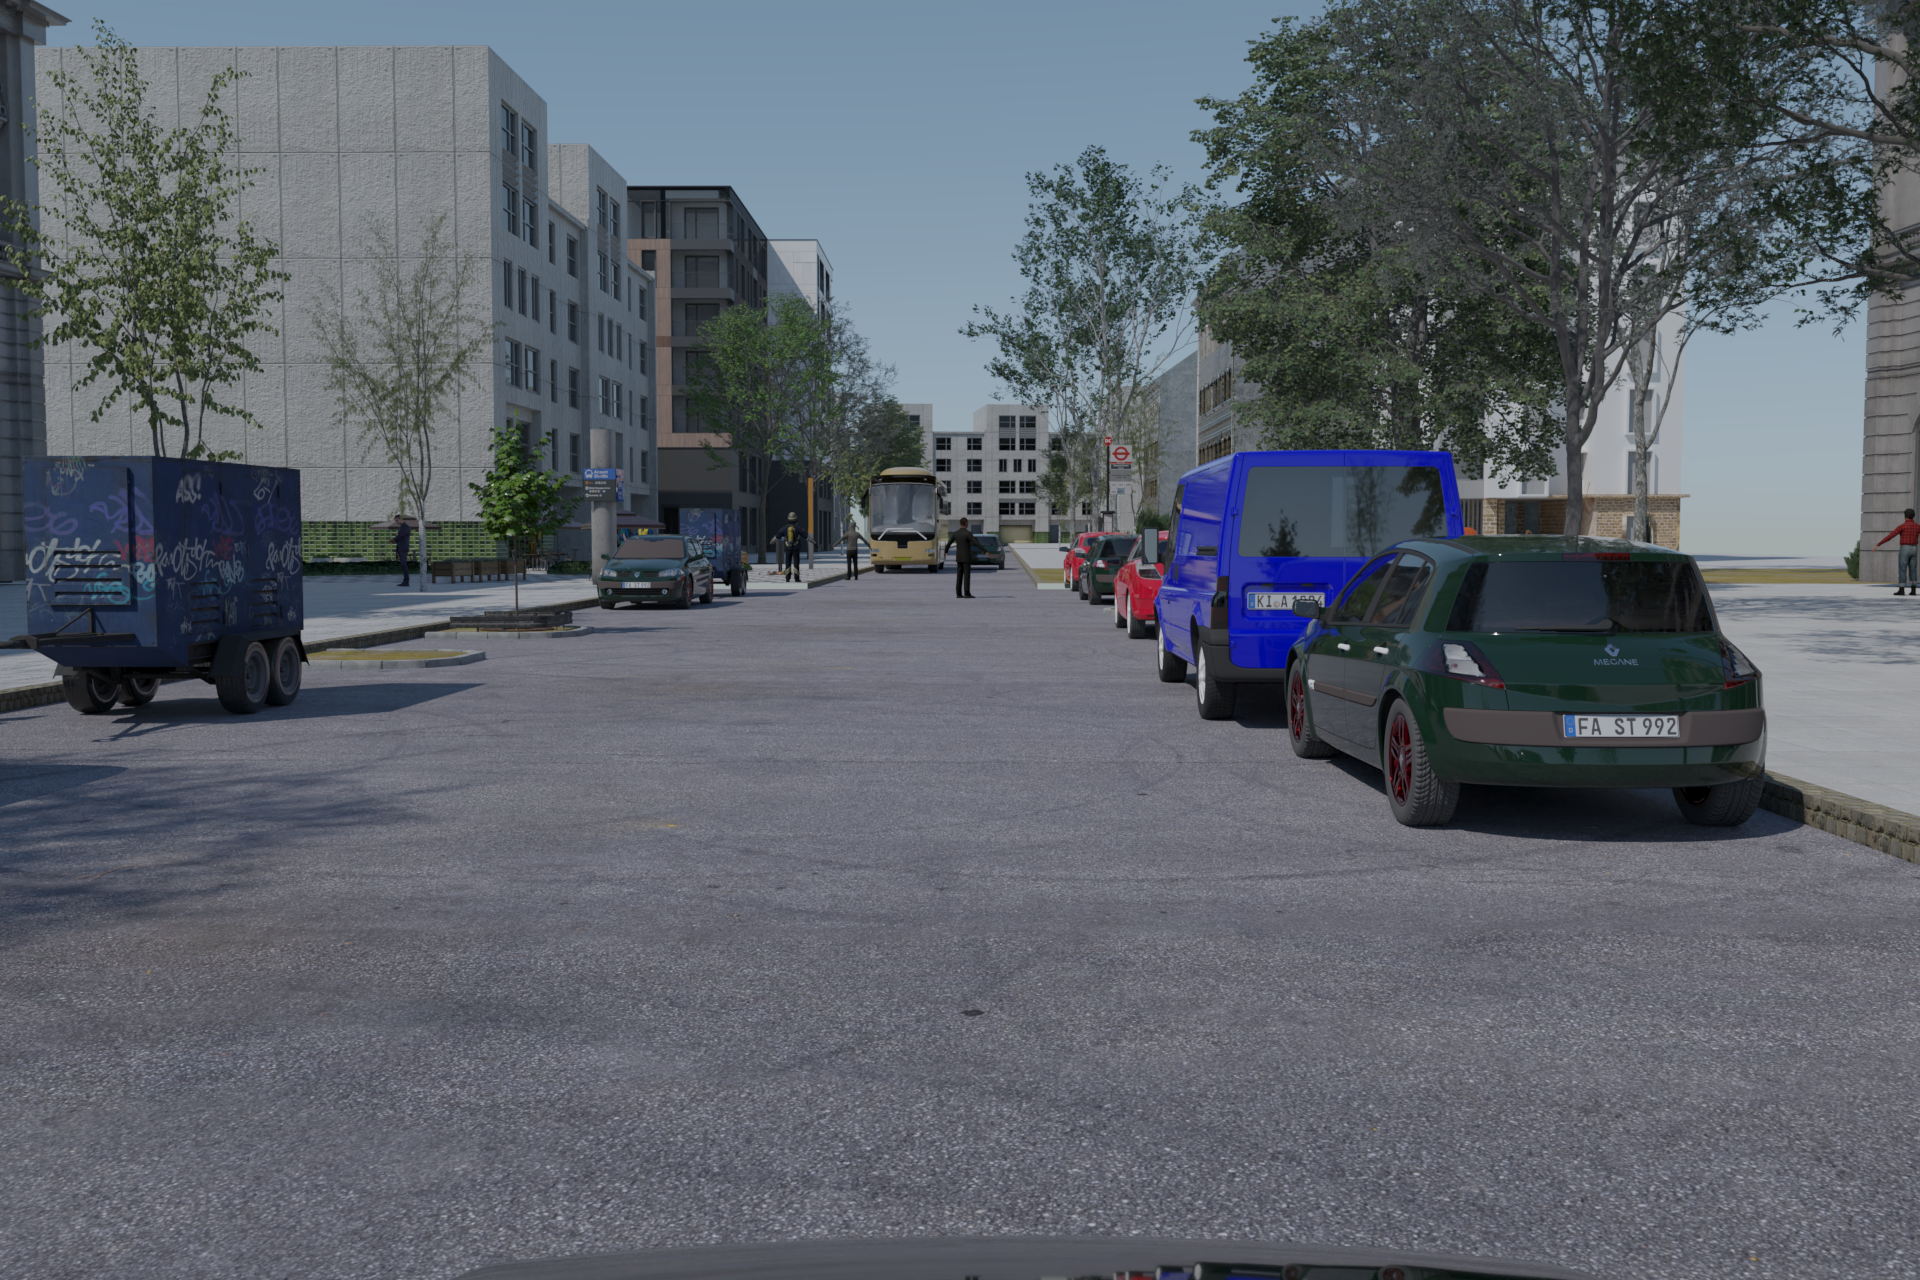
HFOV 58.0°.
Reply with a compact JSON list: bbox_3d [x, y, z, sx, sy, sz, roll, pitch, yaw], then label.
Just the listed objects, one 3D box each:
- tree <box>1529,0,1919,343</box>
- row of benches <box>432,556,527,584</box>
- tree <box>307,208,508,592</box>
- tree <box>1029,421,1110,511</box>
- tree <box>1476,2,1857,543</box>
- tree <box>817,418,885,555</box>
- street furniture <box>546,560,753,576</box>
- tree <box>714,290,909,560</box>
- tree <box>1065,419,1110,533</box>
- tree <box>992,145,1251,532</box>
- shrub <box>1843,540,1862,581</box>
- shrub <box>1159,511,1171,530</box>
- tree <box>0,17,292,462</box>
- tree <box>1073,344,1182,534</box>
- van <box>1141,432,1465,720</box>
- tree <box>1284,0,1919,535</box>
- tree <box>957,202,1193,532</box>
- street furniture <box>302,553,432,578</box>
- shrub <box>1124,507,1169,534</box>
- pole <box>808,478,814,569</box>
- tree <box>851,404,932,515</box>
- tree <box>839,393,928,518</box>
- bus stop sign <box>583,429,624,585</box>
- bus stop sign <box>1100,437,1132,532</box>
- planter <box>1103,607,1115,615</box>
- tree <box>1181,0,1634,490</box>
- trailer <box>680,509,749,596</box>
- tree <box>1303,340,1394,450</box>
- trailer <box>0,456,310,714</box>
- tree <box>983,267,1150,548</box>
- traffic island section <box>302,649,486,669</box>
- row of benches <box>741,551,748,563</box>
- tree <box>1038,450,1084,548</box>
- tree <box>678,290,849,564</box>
[{"bbox_3d":[9.200,-4.909,14.673,8.767,10.594,7.601,1,4,20],"label":"tree"},{"bbox_3d":[-12.973,-1.912,46.721,1.422,0.672,4.104,1,4,14],"label":"row of benches"},{"bbox_3d":[-11.772,-5.392,38.525,4.360,8.622,3.978,0,3,0],"label":"tree"},{"bbox_3d":[9.148,-12.757,142.992,7.601,10.594,8.767,-1,4,-18],"label":"tree"},{"bbox_3d":[20.884,-12.100,53.728,12.611,20.169,13.585,0,3,0],"label":"tree"},{"bbox_3d":[-6.860,-9.394,103.960,4.737,8.622,4.395,0,3,0],"label":"tree"},{"bbox_3d":[-9.833,-2.470,56.013,5.734,0.657,10.072,0,4,6],"label":"street furniture"},{"bbox_3d":[-7.507,-10.816,87.218,12.009,13.543,11.850,0,3,0],"label":"tree"},{"bbox_3d":[8.273,-9.857,111.526,4.360,8.622,3.978,0,3,0],"label":"tree"},{"bbox_3d":[7.930,-13.877,82.778,12.611,20.169,13.585,0,3,0],"label":"tree"},{"bbox_3d":[24.773,-2.223,47.459,1.383,1.207,1.383,0,3,0],"label":"shrub"},{"bbox_3d":[6.999,-3.355,58.903,1.661,2.075,1.752,0,3,0],"label":"shrub"},{"bbox_3d":[-11.630,-4.576,25.186,4.737,8.622,4.395,0,3,0],"label":"tree"},{"bbox_3d":[6.921,-7.110,66.611,4.360,8.622,3.978,0,3,0],"label":"tree"},{"bbox_3d":[2.824,-0.649,14.995,2.240,2.365,5.245,0,4,1],"label":"van"},{"bbox_3d":[9.256,-7.046,25.568,12.009,13.543,11.850,0,3,0],"label":"tree"},{"bbox_3d":[6.705,-14.923,99.883,12.611,20.169,13.585,0,3,0],"label":"tree"},{"bbox_3d":[-20.948,-2.244,52.322,5.734,0.657,10.072,3,5,42],"label":"street furniture"},{"bbox_3d":[5.343,-2.760,49.168,1.661,2.075,1.752,0,3,0],"label":"shrub"},{"bbox_3d":[-5.442,-4.244,63.230,0.158,3.312,0.155,0,3,0],"label":"pole"},{"bbox_3d":[-6.028,-14.201,150.308,7.486,12.596,7.792,0,3,0],"label":"tree"},{"bbox_3d":[-6.419,-13.571,140.019,7.486,12.596,7.792,0,3,0],"label":"tree"},{"bbox_3d":[-8.983,-3.344,43.685,0.837,3.901,0.837,0,4,2],"label":"bus stop sign"},{"bbox_3d":[4.268,-3.593,47.449,0.855,3.939,0.416,0,4,0],"label":"bus stop sign"},{"bbox_3d":[3.588,-0.612,31.151,1.991,0.319,1.994,0,4,2],"label":"planter"},{"bbox_3d":[9.676,-8.008,37.581,9.857,13.997,8.962,0,3,0],"label":"tree"},{"bbox_3d":[-5.768,-1.984,39.494,1.471,1.999,3.904,0,4,2],"label":"trailer"},{"bbox_3d":[15.109,-6.951,64.007,4.360,8.622,3.978,0,3,0],"label":"tree"},{"bbox_3d":[-6.330,-0.387,13.382,1.471,1.999,3.904,0,4,1],"label":"trailer"},{"bbox_3d":[6.879,-16.480,125.329,12.611,20.169,13.585,0,3,0],"label":"tree"},{"bbox_3d":[-6.428,0.216,19.342,1.991,0.108,1.994,0,4,1],"label":"traffic island section"},{"bbox_3d":[-9.769,-2.994,64.408,4.104,0.672,1.422,0,4,-7],"label":"row of benches"},{"bbox_3d":[8.943,-12.277,151.093,4.737,8.622,4.395,0,3,0],"label":"tree"},{"bbox_3d":[-8.286,-9.028,73.361,9.928,11.665,9.643,0,3,0],"label":"tree"}]
